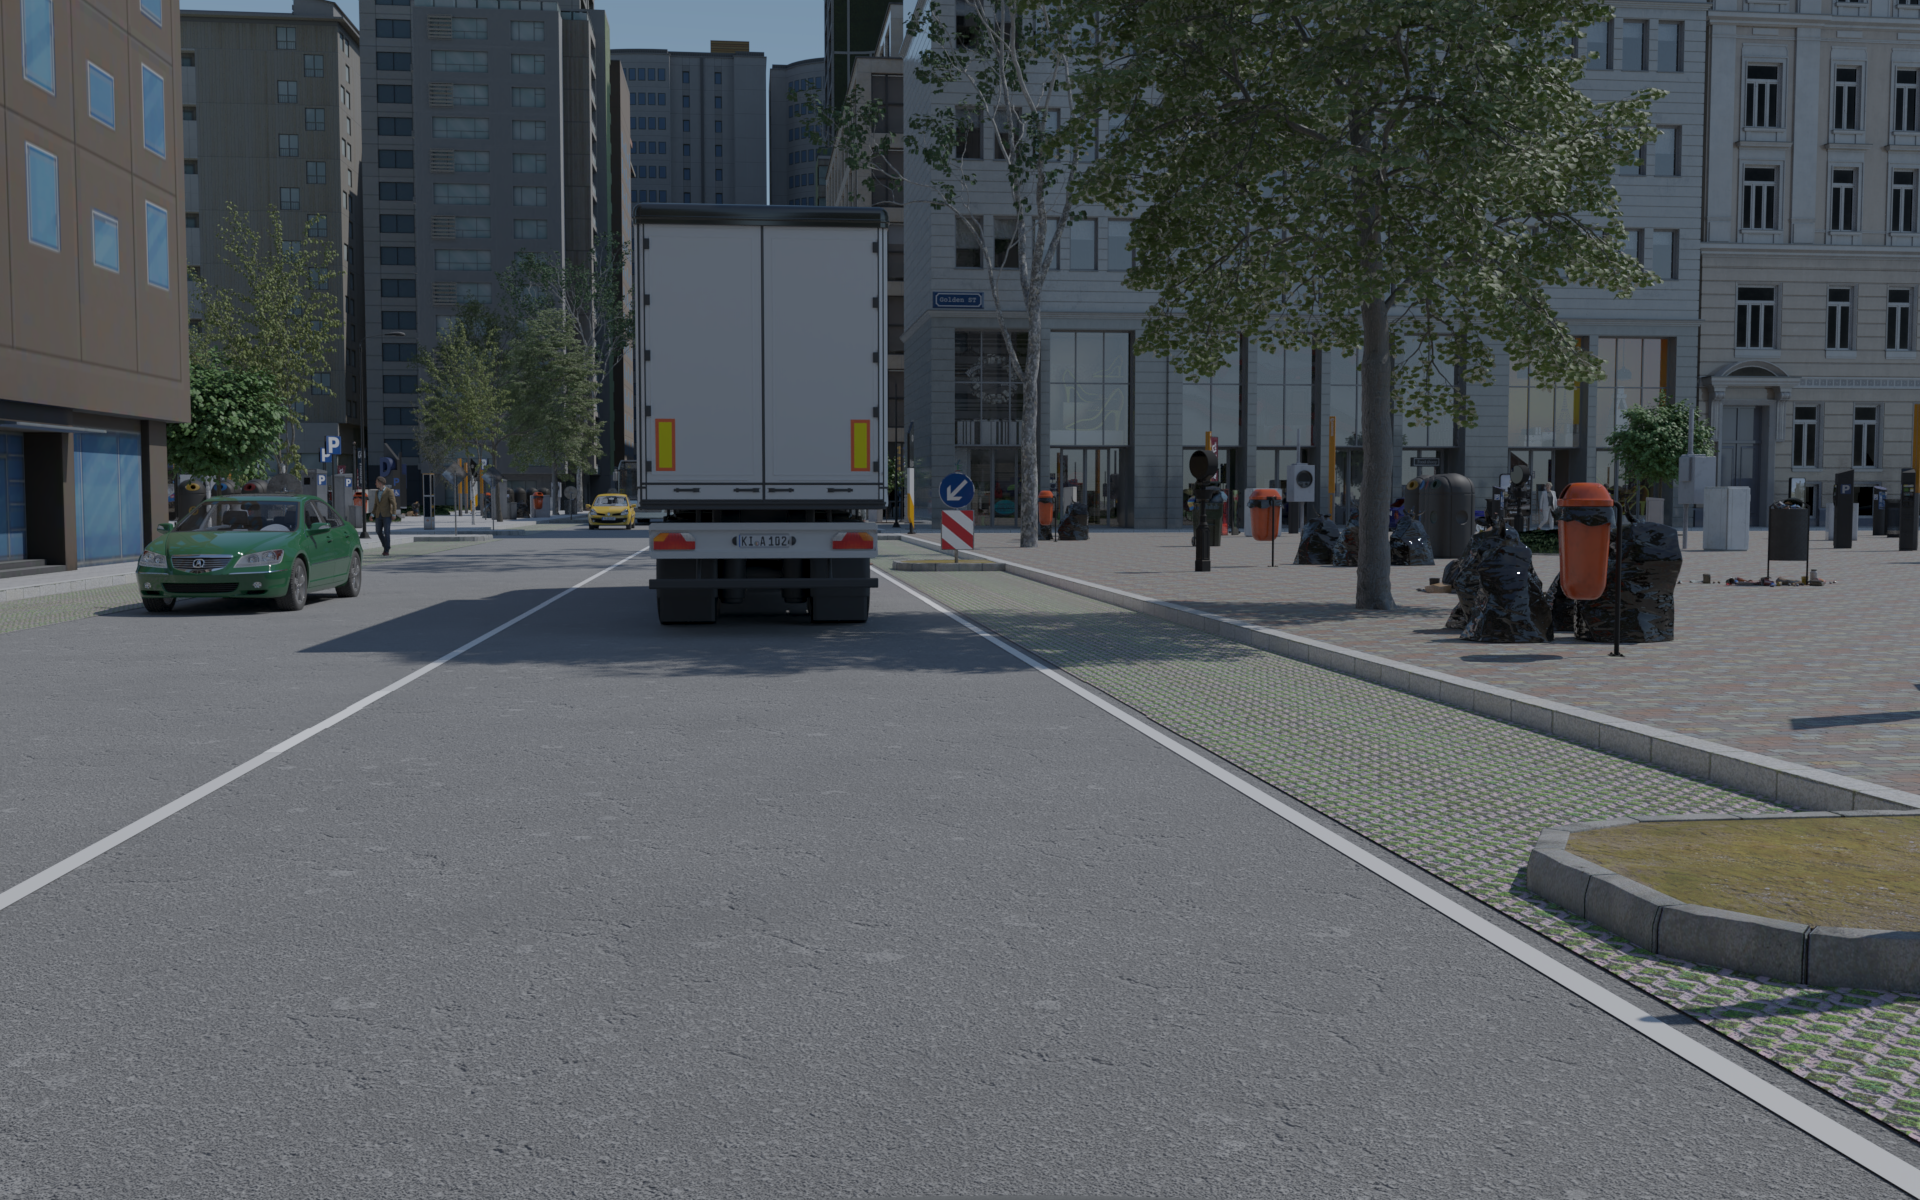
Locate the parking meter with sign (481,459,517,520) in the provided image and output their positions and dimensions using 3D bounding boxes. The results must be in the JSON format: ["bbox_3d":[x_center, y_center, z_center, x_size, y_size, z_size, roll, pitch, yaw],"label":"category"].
[{"bbox_3d":[-22.868,-5.489,86.007,0.543,3.016,1.738,3,5,40],"label":"parking meter with sign"}]

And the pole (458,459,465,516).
[{"bbox_3d":[-28.676,-6.451,99.321,0.158,3.312,0.155,0,3,0],"label":"pole"}]

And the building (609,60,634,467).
[{"bbox_3d":[-40.687,-32.127,175.392,14.600,45.320,14.200,0,4,-7],"label":"building"}]

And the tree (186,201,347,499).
[{"bbox_3d":[-17.123,-5.675,43.144,4.737,8.622,4.395,0,3,0],"label":"tree"}]

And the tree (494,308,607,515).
[{"bbox_3d":[-25.226,-11.491,105.999,7.486,12.596,7.792,0,3,0],"label":"tree"}]

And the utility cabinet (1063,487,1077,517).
[{"bbox_3d":[3.349,-2.704,52.896,0.318,1.500,1.173,1,4,9],"label":"utility cabinet"}]

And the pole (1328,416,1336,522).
[{"bbox_3d":[9.762,-3.158,45.484,0.158,3.312,0.155,0,3,0],"label":"pole"}]

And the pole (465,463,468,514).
[{"bbox_3d":[-32.206,-7.283,112.924,0.158,3.312,0.155,0,3,0],"label":"pole"}]

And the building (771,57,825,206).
[{"bbox_3d":[-11.093,-42.161,231.330,28.212,58.520,21.231,0,4,-7],"label":"building"}]

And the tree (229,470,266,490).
[{"bbox_3d":[-33.348,-5.311,81.435,1.663,3.219,1.824,0,3,0],"label":"tree"}]

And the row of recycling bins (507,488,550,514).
[{"bbox_3d":[-27.493,-6.271,109.649,1.069,1.692,3.534,3,5,42],"label":"row of recycling bins"}]

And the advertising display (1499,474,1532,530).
[{"bbox_3d":[17.388,-3.000,54.261,0.974,1.923,0.123,1,4,11],"label":"advertising display"}]

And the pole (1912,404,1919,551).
[{"bbox_3d":[21.696,-2.781,39.305,0.158,3.312,0.155,0,3,0],"label":"pole"}]

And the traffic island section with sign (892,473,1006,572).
[{"bbox_3d":[-0.256,-1.477,32.772,1.989,1.847,2.006,0,4,-7],"label":"traffic island section with sign"}]

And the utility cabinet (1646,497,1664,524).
[{"bbox_3d":[13.169,-1.326,32.835,0.306,1.237,1.020,1,4,20],"label":"utility cabinet"}]

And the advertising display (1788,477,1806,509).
[{"bbox_3d":[32.166,-3.754,66.584,0.974,1.923,0.123,-2,4,-33],"label":"advertising display"}]

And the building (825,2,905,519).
[{"bbox_3d":[2.276,-18.417,105.627,19.350,26.468,34.151,0,4,-7],"label":"building"}]

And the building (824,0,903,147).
[{"bbox_3d":[-4.349,-44.402,164.231,20.563,71.187,20.611,0,4,-7],"label":"building"}]

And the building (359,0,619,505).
[{"bbox_3d":[-41.539,-43.960,156.992,20.563,71.187,20.611,0,4,-7],"label":"building"}]

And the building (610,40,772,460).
[{"bbox_3d":[-39.535,-41.941,227.739,28.212,58.520,21.231,0,4,-7],"label":"building"}]

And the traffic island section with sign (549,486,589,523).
[{"bbox_3d":[-19.203,-4.710,85.644,1.989,1.847,2.006,0,4,-7],"label":"traffic island section with sign"}]

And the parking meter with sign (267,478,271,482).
[{"bbox_3d":[-32.985,-5.342,83.605,0.543,3.016,1.738,3,5,41],"label":"parking meter with sign"}]

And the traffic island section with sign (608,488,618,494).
[{"bbox_3d":[-22.537,-6.361,112.636,1.989,1.847,2.006,0,4,-7],"label":"traffic island section with sign"}]

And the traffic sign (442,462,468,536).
[{"bbox_3d":[-15.499,-3.031,53.202,0.795,2.450,0.064,0,4,-7],"label":"traffic sign"}]

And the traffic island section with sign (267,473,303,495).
[{"bbox_3d":[-12.583,-1.434,32.079,1.989,1.847,2.006,0,4,-7],"label":"traffic island section with sign"}]

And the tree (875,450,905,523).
[{"bbox_3d":[-3.091,-4.974,75.929,1.663,3.219,1.824,0,3,0],"label":"tree"}]

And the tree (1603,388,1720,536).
[{"bbox_3d":[21.785,-4.289,53.831,4.285,4.588,4.351,0,3,0],"label":"tree"}]

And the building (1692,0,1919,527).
[{"bbox_3d":[37.496,-17.614,73.897,20.117,28.700,13.634,0,4,-7],"label":"building"}]

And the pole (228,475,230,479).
[{"bbox_3d":[-41.298,-6.364,97.902,0.158,3.312,0.155,0,3,0],"label":"pole"}]

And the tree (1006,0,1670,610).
[{"bbox_3d":[4.245,-6.168,18.969,7.486,12.596,7.792,0,3,0],"label":"tree"}]

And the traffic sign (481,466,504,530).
[{"bbox_3d":[-16.479,-3.516,61.127,0.795,2.450,0.064,0,4,-7],"label":"traffic sign"}]

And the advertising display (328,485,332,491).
[{"bbox_3d":[-45.787,-7.428,126.667,0.974,1.923,0.123,2,4,25],"label":"advertising display"}]

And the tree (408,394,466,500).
[{"bbox_3d":[-38.579,-10.813,127.155,4.360,8.622,3.978,0,3,0],"label":"tree"}]

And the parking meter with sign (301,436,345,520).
[{"bbox_3d":[-19.531,-3.435,52.425,1.738,3.016,0.543,2,4,30],"label":"parking meter with sign"}]

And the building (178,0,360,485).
[{"bbox_3d":[-78.278,-36.777,190.537,27.495,52.752,28.713,0,4,-7],"label":"building"}]

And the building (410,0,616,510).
[{"bbox_3d":[-35.962,-27.985,141.147,14.154,41.232,14.086,0,4,-7],"label":"building"}]

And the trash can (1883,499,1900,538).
[{"bbox_3d":[27.615,-2.412,51.094,0.748,1.137,0.748,0,3,0],"label":"trash can"}]

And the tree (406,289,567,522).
[{"bbox_3d":[-21.524,-8.868,79.411,7.601,10.594,8.767,0,4,-2],"label":"tree"}]

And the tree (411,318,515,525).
[{"bbox_3d":[-20.359,-7.429,71.831,4.737,8.622,4.395,0,3,0],"label":"tree"}]

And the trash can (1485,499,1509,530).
[{"bbox_3d":[16.546,-2.553,53.400,0.748,1.137,0.748,0,3,0],"label":"trash can"}]

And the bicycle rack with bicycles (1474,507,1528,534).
[{"bbox_3d":[14.650,-2.181,49.046,2.852,0.926,2.925,3,5,42],"label":"bicycle rack with bicycles"}]

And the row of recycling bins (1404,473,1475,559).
[{"bbox_3d":[9.970,-1.765,35.970,1.069,1.692,3.534,0,4,4],"label":"row of recycling bins"}]

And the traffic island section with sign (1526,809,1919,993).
[{"bbox_3d":[3.078,0.168,5.881,1.989,1.847,2.006,0,4,-7],"label":"traffic island section with sign"}]

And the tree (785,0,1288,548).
[{"bbox_3d":[2.175,-11.414,42.503,12.611,20.169,13.585,0,3,0],"label":"tree"}]

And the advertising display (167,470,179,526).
[{"bbox_3d":[-21.120,-2.478,45.735,0.974,1.923,0.123,1,4,8],"label":"advertising display"}]

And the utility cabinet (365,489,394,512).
[{"bbox_3d":[-27.149,-4.436,81.201,1.173,1.500,0.318,1,4,14],"label":"utility cabinet"}]

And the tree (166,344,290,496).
[{"bbox_3d":[-16.294,-3.313,37.888,4.285,4.588,4.351,0,3,0],"label":"tree"}]

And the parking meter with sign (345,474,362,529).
[{"bbox_3d":[-23.173,-4.199,64.922,1.738,3.016,0.543,2,4,27],"label":"parking meter with sign"}]

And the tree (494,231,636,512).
[{"bbox_3d":[-25.560,-16.320,122.719,12.611,20.169,13.585,0,3,0],"label":"tree"}]

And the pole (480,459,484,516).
[{"bbox_3d":[-27.796,-6.531,100.624,0.158,3.312,0.155,0,3,0],"label":"pole"}]

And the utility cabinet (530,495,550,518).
[{"bbox_3d":[-22.943,-5.106,94.648,1.020,1.237,0.306,-2,4,-26],"label":"utility cabinet"}]

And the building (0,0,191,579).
[{"bbox_3d":[-21.358,-22.962,25.541,14.600,45.320,14.200,0,4,-7],"label":"building"}]

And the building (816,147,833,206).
[{"bbox_3d":[-5.301,-22.997,147.697,14.160,30.474,14.107,0,4,-7],"label":"building"}]

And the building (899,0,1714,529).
[{"bbox_3d":[12.919,-17.843,69.234,29.804,29.767,11.434,0,4,-7],"label":"building"}]

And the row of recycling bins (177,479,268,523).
[{"bbox_3d":[-20.114,-2.526,48.406,3.534,1.692,1.069,0,4,0],"label":"row of recycling bins"}]

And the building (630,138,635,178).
[{"bbox_3d":[-50.267,-33.198,197.410,28.867,44.769,22.147,0,4,-7],"label":"building"}]

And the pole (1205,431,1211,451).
[{"bbox_3d":[8.084,-3.829,56.450,0.158,3.312,0.155,0,3,0],"label":"pole"}]
